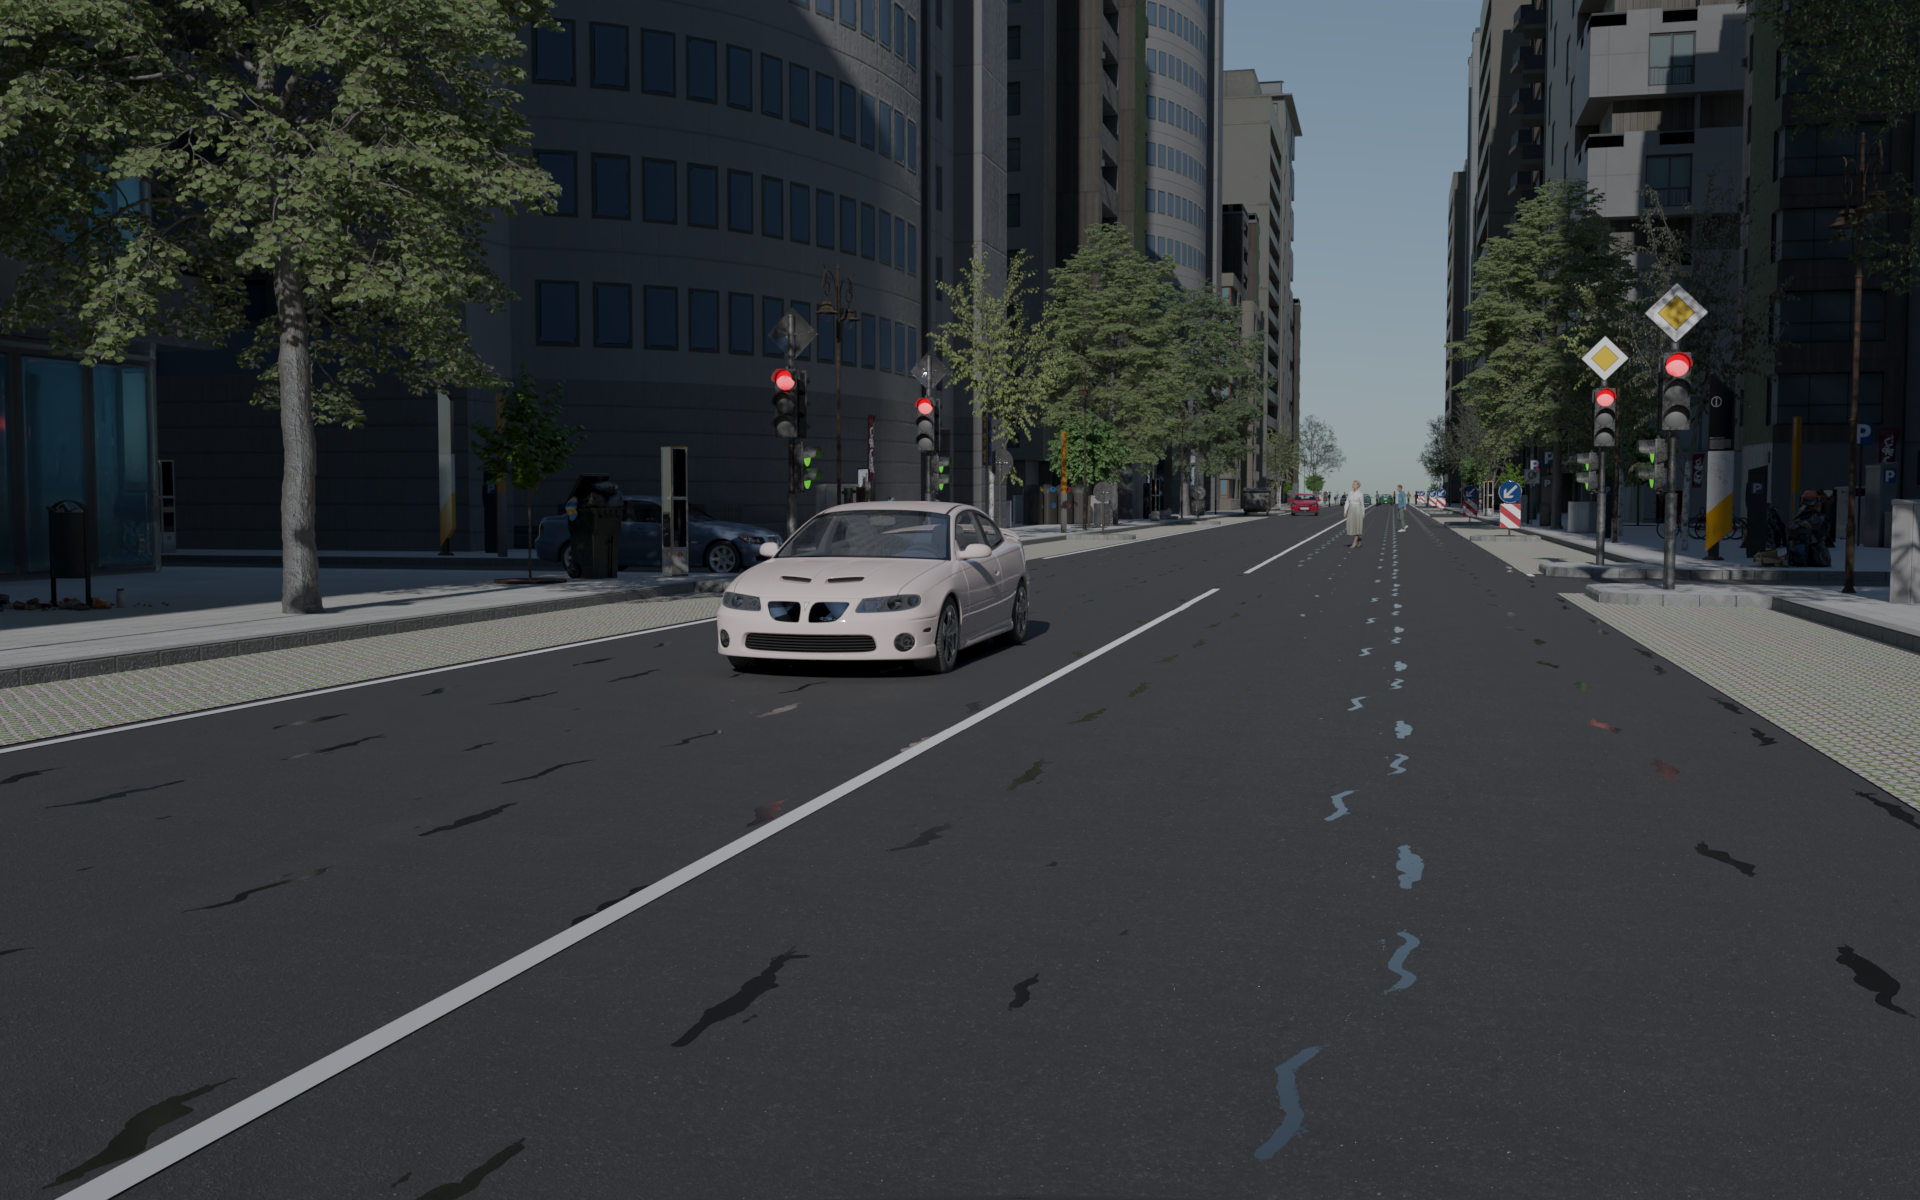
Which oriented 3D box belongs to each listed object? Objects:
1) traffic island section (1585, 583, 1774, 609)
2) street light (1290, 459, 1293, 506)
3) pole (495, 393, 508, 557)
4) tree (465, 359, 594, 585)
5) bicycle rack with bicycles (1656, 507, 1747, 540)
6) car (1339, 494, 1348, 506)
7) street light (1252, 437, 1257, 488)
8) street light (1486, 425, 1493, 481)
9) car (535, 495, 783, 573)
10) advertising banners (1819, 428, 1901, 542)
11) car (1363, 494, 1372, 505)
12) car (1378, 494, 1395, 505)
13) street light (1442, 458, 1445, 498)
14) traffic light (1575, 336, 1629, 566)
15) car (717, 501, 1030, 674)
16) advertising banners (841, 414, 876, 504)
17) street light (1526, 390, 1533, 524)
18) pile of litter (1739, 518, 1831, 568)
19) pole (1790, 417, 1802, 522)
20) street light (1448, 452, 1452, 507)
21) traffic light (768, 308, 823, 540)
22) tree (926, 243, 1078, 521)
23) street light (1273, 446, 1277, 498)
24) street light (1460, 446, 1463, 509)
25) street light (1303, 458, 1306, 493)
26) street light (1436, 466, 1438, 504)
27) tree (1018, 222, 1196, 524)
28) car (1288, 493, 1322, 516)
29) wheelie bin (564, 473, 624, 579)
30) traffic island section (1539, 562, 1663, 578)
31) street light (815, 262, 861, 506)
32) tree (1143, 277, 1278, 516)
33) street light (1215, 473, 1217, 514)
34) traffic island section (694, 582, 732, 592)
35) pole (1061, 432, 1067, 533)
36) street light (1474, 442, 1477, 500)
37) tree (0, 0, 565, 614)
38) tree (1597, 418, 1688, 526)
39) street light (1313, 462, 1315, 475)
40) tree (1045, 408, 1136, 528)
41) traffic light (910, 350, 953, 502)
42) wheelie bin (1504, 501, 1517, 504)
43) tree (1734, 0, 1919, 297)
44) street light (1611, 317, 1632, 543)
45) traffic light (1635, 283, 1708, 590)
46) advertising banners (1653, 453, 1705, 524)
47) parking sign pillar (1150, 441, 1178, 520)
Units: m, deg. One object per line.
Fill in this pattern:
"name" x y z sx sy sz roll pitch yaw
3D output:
"traffic island section" 9.554 -0.062 23.289 2.009 0.180 2.903 1 4 14
"street light" 36.266 -13.271 189.763 0.468 5.910 1.993 1 4 14
"pole" -9.317 -2.528 35.183 0.158 3.312 0.155 0 3 0
"tree" -6.353 -1.859 24.989 1.663 3.219 1.824 0 3 0
"bicycle rack with bicycles" 21.428 -2.179 49.012 2.925 0.926 2.852 2 4 30
"car" 47.169 -12.288 210.694 2.009 1.686 4.222 1 4 15
"street light" 23.154 -10.045 137.019 0.468 5.910 1.993 1 4 14
"street light" 31.374 -7.932 102.478 0.468 5.910 1.993 1 4 14
"car" -5.353 -1.168 31.095 4.499 1.417 2.014 1 4 14
"advertising banners" 23.785 -3.041 45.911 2.074 3.025 0.090 0 4 8
"car" 55.590 -13.835 237.994 2.131 1.459 4.920 1 4 14
"car" 54.633 -12.863 222.114 2.131 1.459 4.920 1 4 16
"street light" 55.602 -13.846 199.174 0.468 5.910 1.993 1 4 14
"traffic light" 11.454 -2.569 30.932 0.839 4.253 0.868 1 4 14
"car" -0.613 -0.191 15.481 2.083 1.381 4.827 1 4 14
"advertising banners" -2.167 -2.532 37.584 0.090 3.025 2.074 1 4 17
"street light" 24.240 -6.174 73.738 0.468 5.910 1.993 1 4 14
"pile of litter" 14.608 -1.018 30.610 1.719 0.858 1.176 0 4 3
"pole" 22.083 -3.175 45.759 0.158 3.312 0.155 0 3 0
"street light" 50.131 -12.508 177.294 0.468 5.910 1.993 1 4 14
"traffic light" -2.528 -2.278 26.166 0.839 4.253 0.868 1 4 14
"tree" 1.185 -6.189 51.557 4.737 8.622 4.395 0 3 0
"street light" 30.106 -11.783 165.436 0.468 5.910 1.993 1 4 14
"street light" 43.132 -10.770 148.871 0.468 5.910 1.993 1 4 14
"street light" 43.373 -15.005 218.115 0.468 5.910 1.993 1 4 14
"street light" 62.615 -15.558 227.153 0.468 5.910 1.993 1 4 14
"tree" 6.289 -9.490 73.286 7.486 12.596 7.792 0 3 0
"car" 22.949 -6.492 115.189 2.155 1.783 4.494 1 4 12
"wheelie bin" -5.544 -1.132 26.420 0.693 1.594 0.980 2 4 30
"traffic island section" 11.490 -0.536 31.037 2.009 0.180 2.903 1 4 14
"street light" -2.426 -3.782 34.623 0.468 5.910 1.993 1 4 14
"tree" 13.336 -11.915 101.468 9.857 13.997 8.962 0 3 0
"street light" 16.097 -8.326 108.914 0.468 5.910 1.993 1 4 14
"traffic island section" -2.565 -0.246 26.310 2.009 0.180 2.903 1 4 14
"pole" 3.408 -3.854 56.852 0.158 3.312 0.155 0 3 0
"street light" 35.885 -9.022 120.298 0.468 5.910 1.993 1 4 14
"tree" -7.278 -6.106 17.965 7.486 12.596 7.792 0 3 0
"tree" 27.532 -5.276 69.980 4.285 4.588 4.351 0 3 0
"street light" 50.447 -16.755 246.734 0.468 5.910 1.993 1 4 14
"tree" 4.962 -5.031 65.963 4.285 4.588 4.351 0 3 0
"traffic light" -0.593 -2.752 33.914 0.839 4.253 0.868 1 4 14
"wheelie bin" 32.813 -5.824 103.134 0.980 1.594 0.693 -3 5 -44
"tree" 10.622 -4.898 14.495 8.767 10.594 7.601 2 4 28
"street light" 17.187 -4.433 45.274 0.468 5.910 1.993 1 4 14
"traffic light" 9.518 -2.096 23.184 0.839 4.253 0.868 1 4 14
"advertising banners" 31.072 -4.809 74.809 2.074 3.025 0.090 0 4 7
"parking sign pillar" 10.343 -6.068 87.681 1.447 3.967 1.447 2 4 25
